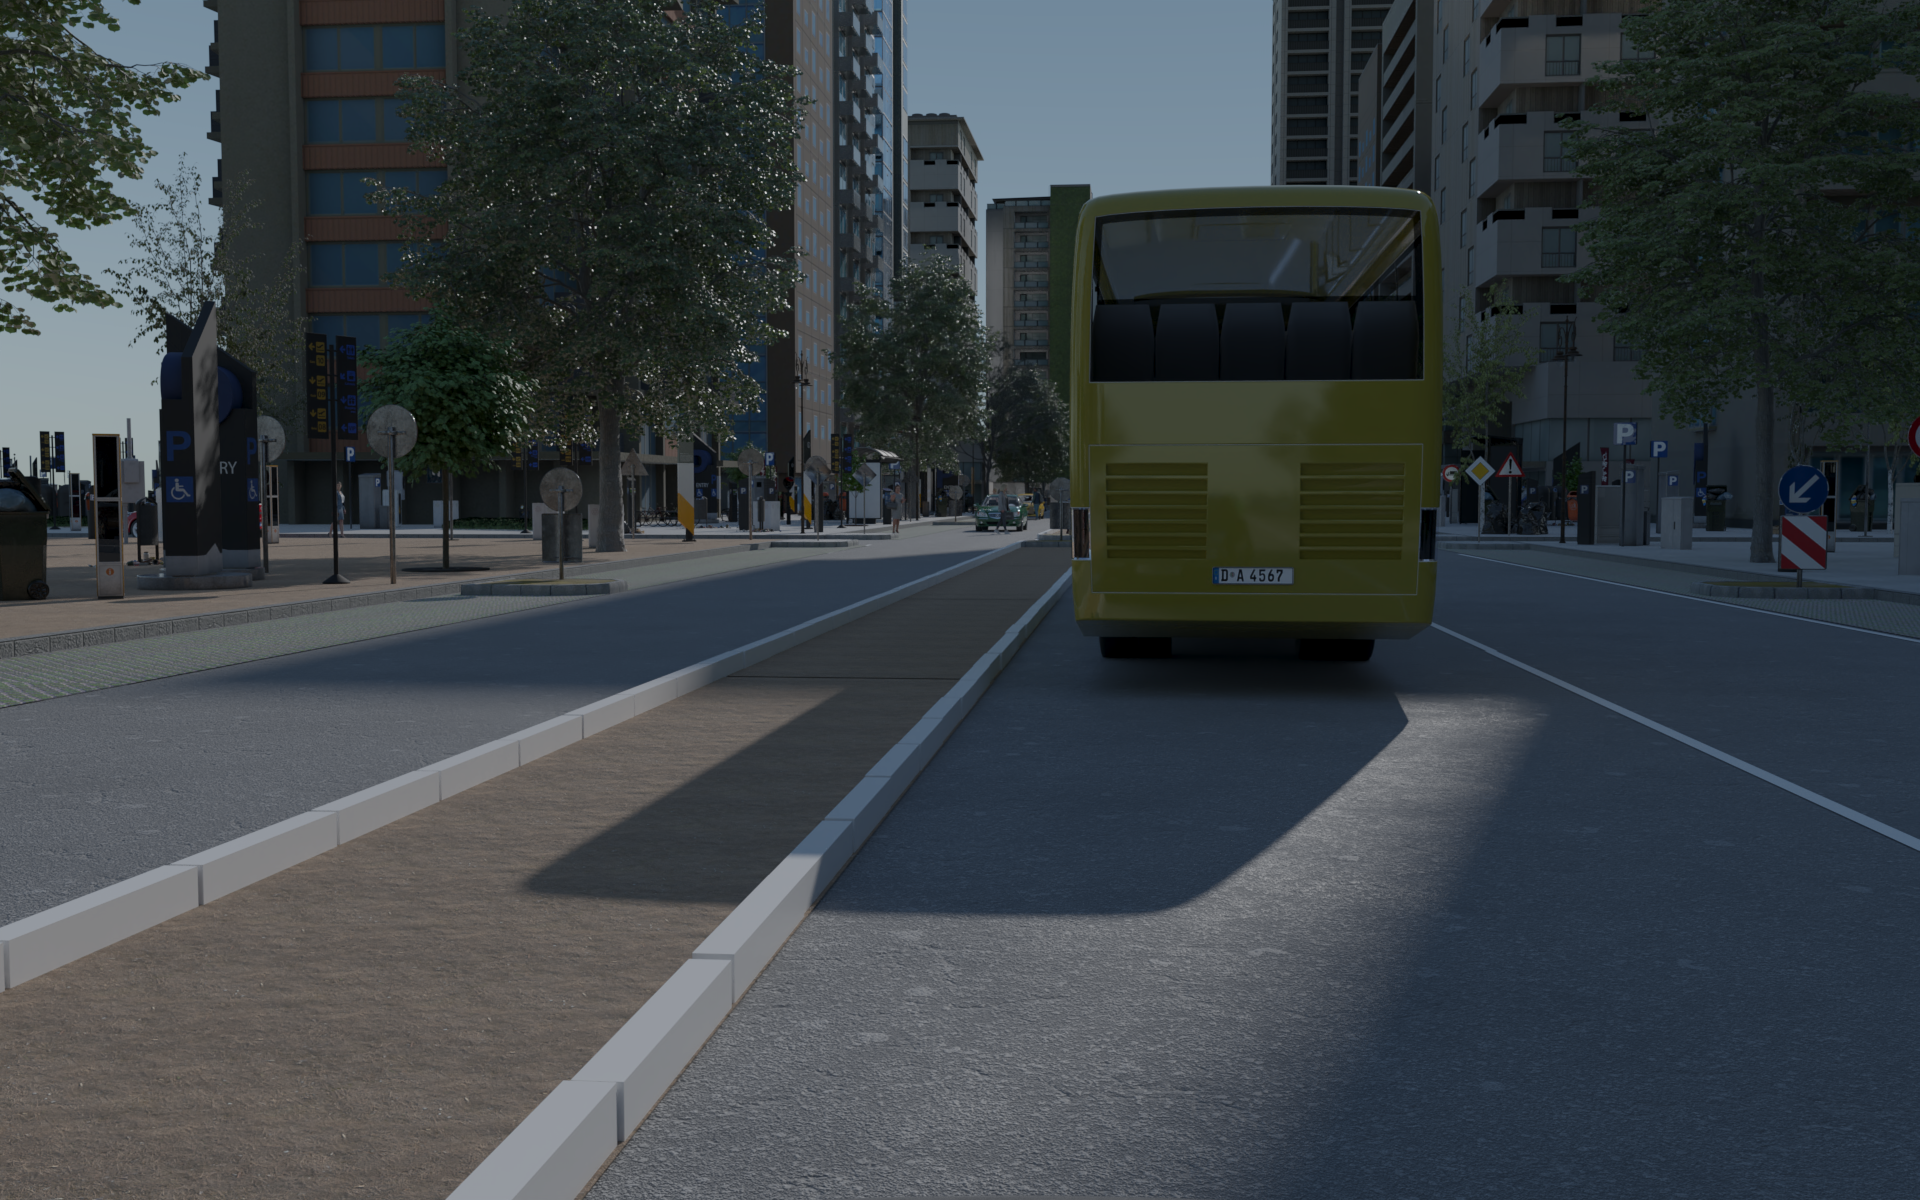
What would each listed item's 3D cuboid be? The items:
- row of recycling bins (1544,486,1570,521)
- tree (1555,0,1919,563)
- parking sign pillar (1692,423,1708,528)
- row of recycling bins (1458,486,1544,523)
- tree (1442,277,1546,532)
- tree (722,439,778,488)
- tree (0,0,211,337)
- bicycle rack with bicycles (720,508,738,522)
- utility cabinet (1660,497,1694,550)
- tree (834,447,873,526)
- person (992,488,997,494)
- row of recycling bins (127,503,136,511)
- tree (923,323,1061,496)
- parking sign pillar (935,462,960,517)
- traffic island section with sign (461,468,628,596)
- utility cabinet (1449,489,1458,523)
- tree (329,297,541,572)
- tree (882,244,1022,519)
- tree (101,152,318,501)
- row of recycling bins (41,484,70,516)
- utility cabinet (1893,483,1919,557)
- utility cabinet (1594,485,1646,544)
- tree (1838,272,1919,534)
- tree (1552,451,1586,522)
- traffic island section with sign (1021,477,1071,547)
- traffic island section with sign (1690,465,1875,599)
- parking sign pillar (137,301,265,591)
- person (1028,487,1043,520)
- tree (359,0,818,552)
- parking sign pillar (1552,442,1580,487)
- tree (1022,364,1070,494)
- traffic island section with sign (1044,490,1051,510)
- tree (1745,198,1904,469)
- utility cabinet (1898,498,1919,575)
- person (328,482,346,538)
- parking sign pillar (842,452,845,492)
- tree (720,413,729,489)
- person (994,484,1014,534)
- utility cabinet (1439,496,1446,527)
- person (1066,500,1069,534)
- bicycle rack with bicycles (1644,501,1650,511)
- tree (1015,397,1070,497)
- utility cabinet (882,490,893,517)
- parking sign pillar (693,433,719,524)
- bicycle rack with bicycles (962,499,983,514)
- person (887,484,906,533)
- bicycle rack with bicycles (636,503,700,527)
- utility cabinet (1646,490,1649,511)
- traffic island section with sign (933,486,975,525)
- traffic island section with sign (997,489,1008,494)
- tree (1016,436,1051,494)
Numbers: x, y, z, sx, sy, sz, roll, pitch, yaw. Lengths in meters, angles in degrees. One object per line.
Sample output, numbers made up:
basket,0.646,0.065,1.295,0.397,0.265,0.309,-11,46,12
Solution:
row of recycling bins,29.047,-4.751,84.793,3.534,1.692,1.069,-3,5,-43
tree,14.714,-6.988,32.373,7.486,12.596,7.792,0,3,0
parking sign pillar,27.951,-4.701,65.330,1.447,3.967,1.447,1,4,21
row of recycling bins,23.818,-4.264,76.829,3.534,1.692,1.069,3,5,40
tree,17.525,-6.626,58.693,4.737,8.622,4.395,0,3,0
tree,-12.601,-7.301,103.081,4.285,4.588,4.351,0,3,0
tree,-9.952,-5.875,14.179,7.486,12.596,7.792,0,3,0
bicycle rack with bicycles,-9.937,-4.147,81.190,2.925,0.926,2.852,-1,4,-16
utility cabinet,16.674,-1.783,40.313,0.306,1.237,1.020,0,4,-3
tree,-4.055,-4.559,69.134,1.663,3.219,1.824,0,3,0
person,1.904,-5.246,94.945,0.731,1.740,0.598,3,4,37
row of recycling bins,-62.221,-7.468,129.219,1.069,1.692,3.534,-3,5,-41
tree,1.974,-13.002,122.953,12.009,13.543,11.850,0,3,0
parking sign pillar,-0.718,-6.751,98.850,1.447,3.967,1.447,0,4,5
traffic island section with sign,-5.946,-1.014,25.204,1.989,1.847,2.006,0,4,6
utility cabinet,21.737,-4.136,76.308,0.318,1.500,1.173,1,4,13
tree,-8.729,-2.768,28.979,4.285,4.588,4.351,0,3,0
tree,-2.389,-11.227,90.223,9.857,13.997,8.962,0,3,0
tree,-16.646,-5.388,38.450,4.360,8.622,3.978,0,3,0
row of recycling bins,-38.635,-4.001,72.530,3.534,1.692,1.069,0,4,7
utility cabinet,19.037,-1.559,34.174,0.318,1.500,1.173,-1,4,-17
utility cabinet,16.796,-2.175,44.244,1.173,1.500,0.318,0,4,-4
tree,29.970,-6.421,55.350,4.737,8.622,4.395,0,3,0
tree,27.991,-5.136,78.569,1.663,3.219,1.824,0,3,0
traffic island section with sign,2.721,-2.385,47.138,2.006,1.907,1.989,0,4,6
traffic island section with sign,11.479,-0.966,24.418,1.989,1.847,2.006,0,4,6
parking sign pillar,-10.481,-2.150,23.619,1.447,3.967,1.447,-1,4,-9
person,4.115,-5.250,94.324,0.794,1.824,0.713,-2,4,-24
tree,-7.915,-8.050,38.267,9.857,13.997,8.962,0,3,0
parking sign pillar,31.241,-6.169,89.334,1.447,3.967,1.447,1,4,11
tree,6.436,-15.976,167.864,9.857,13.997,8.962,0,3,0
traffic island section with sign,7.986,-9.098,157.374,1.989,1.847,2.006,0,4,6
tree,21.288,-5.683,43.271,4.360,8.622,3.978,0,3,0
utility cabinet,15.368,-0.983,27.235,1.020,1.237,0.306,3,5,41
person,-19.893,-2.864,55.351,0.654,1.822,0.581,2,4,25
parking sign pillar,-6.891,-7.456,110.385,1.447,3.967,1.447,-3,4,-38
tree,-16.062,-9.650,108.147,4.737,8.622,4.395,0,3,0
person,1.565,-3.249,61.804,0.728,1.800,0.709,2,4,28
utility cabinet,18.700,-3.511,68.567,0.306,1.237,1.020,-3,5,-41
person,3.942,-3.182,60.436,0.656,1.842,0.836,-2,4,-27
bicycle rack with bicycles,35.920,-4.613,88.811,2.852,0.926,2.925,1,4,11
tree,9.667,-17.179,199.006,7.486,12.596,7.792,0,3,0
utility cabinet,-3.893,-5.324,95.719,1.173,1.500,0.318,-3,5,-41
parking sign pillar,-11.255,-5.332,75.652,1.447,3.967,1.447,2,4,31
bicycle rack with bicycles,0.392,-6.400,118.018,2.852,0.926,2.925,-2,4,-35
person,-2.329,-3.314,63.045,0.716,1.782,0.532,-2,4,-30
bicycle rack with bicycles,-11.770,-3.381,68.655,2.925,0.926,2.852,-1,4,-19
utility cabinet,36.620,-5.199,93.675,1.173,1.500,0.318,0,4,3
traffic island section with sign,-0.175,-4.364,79.976,1.989,1.847,2.006,0,4,6
traffic island section with sign,2.679,-6.021,107.070,1.989,1.847,2.006,0,4,6
tree,7.254,-13.906,177.726,4.360,8.622,3.978,0,3,0
